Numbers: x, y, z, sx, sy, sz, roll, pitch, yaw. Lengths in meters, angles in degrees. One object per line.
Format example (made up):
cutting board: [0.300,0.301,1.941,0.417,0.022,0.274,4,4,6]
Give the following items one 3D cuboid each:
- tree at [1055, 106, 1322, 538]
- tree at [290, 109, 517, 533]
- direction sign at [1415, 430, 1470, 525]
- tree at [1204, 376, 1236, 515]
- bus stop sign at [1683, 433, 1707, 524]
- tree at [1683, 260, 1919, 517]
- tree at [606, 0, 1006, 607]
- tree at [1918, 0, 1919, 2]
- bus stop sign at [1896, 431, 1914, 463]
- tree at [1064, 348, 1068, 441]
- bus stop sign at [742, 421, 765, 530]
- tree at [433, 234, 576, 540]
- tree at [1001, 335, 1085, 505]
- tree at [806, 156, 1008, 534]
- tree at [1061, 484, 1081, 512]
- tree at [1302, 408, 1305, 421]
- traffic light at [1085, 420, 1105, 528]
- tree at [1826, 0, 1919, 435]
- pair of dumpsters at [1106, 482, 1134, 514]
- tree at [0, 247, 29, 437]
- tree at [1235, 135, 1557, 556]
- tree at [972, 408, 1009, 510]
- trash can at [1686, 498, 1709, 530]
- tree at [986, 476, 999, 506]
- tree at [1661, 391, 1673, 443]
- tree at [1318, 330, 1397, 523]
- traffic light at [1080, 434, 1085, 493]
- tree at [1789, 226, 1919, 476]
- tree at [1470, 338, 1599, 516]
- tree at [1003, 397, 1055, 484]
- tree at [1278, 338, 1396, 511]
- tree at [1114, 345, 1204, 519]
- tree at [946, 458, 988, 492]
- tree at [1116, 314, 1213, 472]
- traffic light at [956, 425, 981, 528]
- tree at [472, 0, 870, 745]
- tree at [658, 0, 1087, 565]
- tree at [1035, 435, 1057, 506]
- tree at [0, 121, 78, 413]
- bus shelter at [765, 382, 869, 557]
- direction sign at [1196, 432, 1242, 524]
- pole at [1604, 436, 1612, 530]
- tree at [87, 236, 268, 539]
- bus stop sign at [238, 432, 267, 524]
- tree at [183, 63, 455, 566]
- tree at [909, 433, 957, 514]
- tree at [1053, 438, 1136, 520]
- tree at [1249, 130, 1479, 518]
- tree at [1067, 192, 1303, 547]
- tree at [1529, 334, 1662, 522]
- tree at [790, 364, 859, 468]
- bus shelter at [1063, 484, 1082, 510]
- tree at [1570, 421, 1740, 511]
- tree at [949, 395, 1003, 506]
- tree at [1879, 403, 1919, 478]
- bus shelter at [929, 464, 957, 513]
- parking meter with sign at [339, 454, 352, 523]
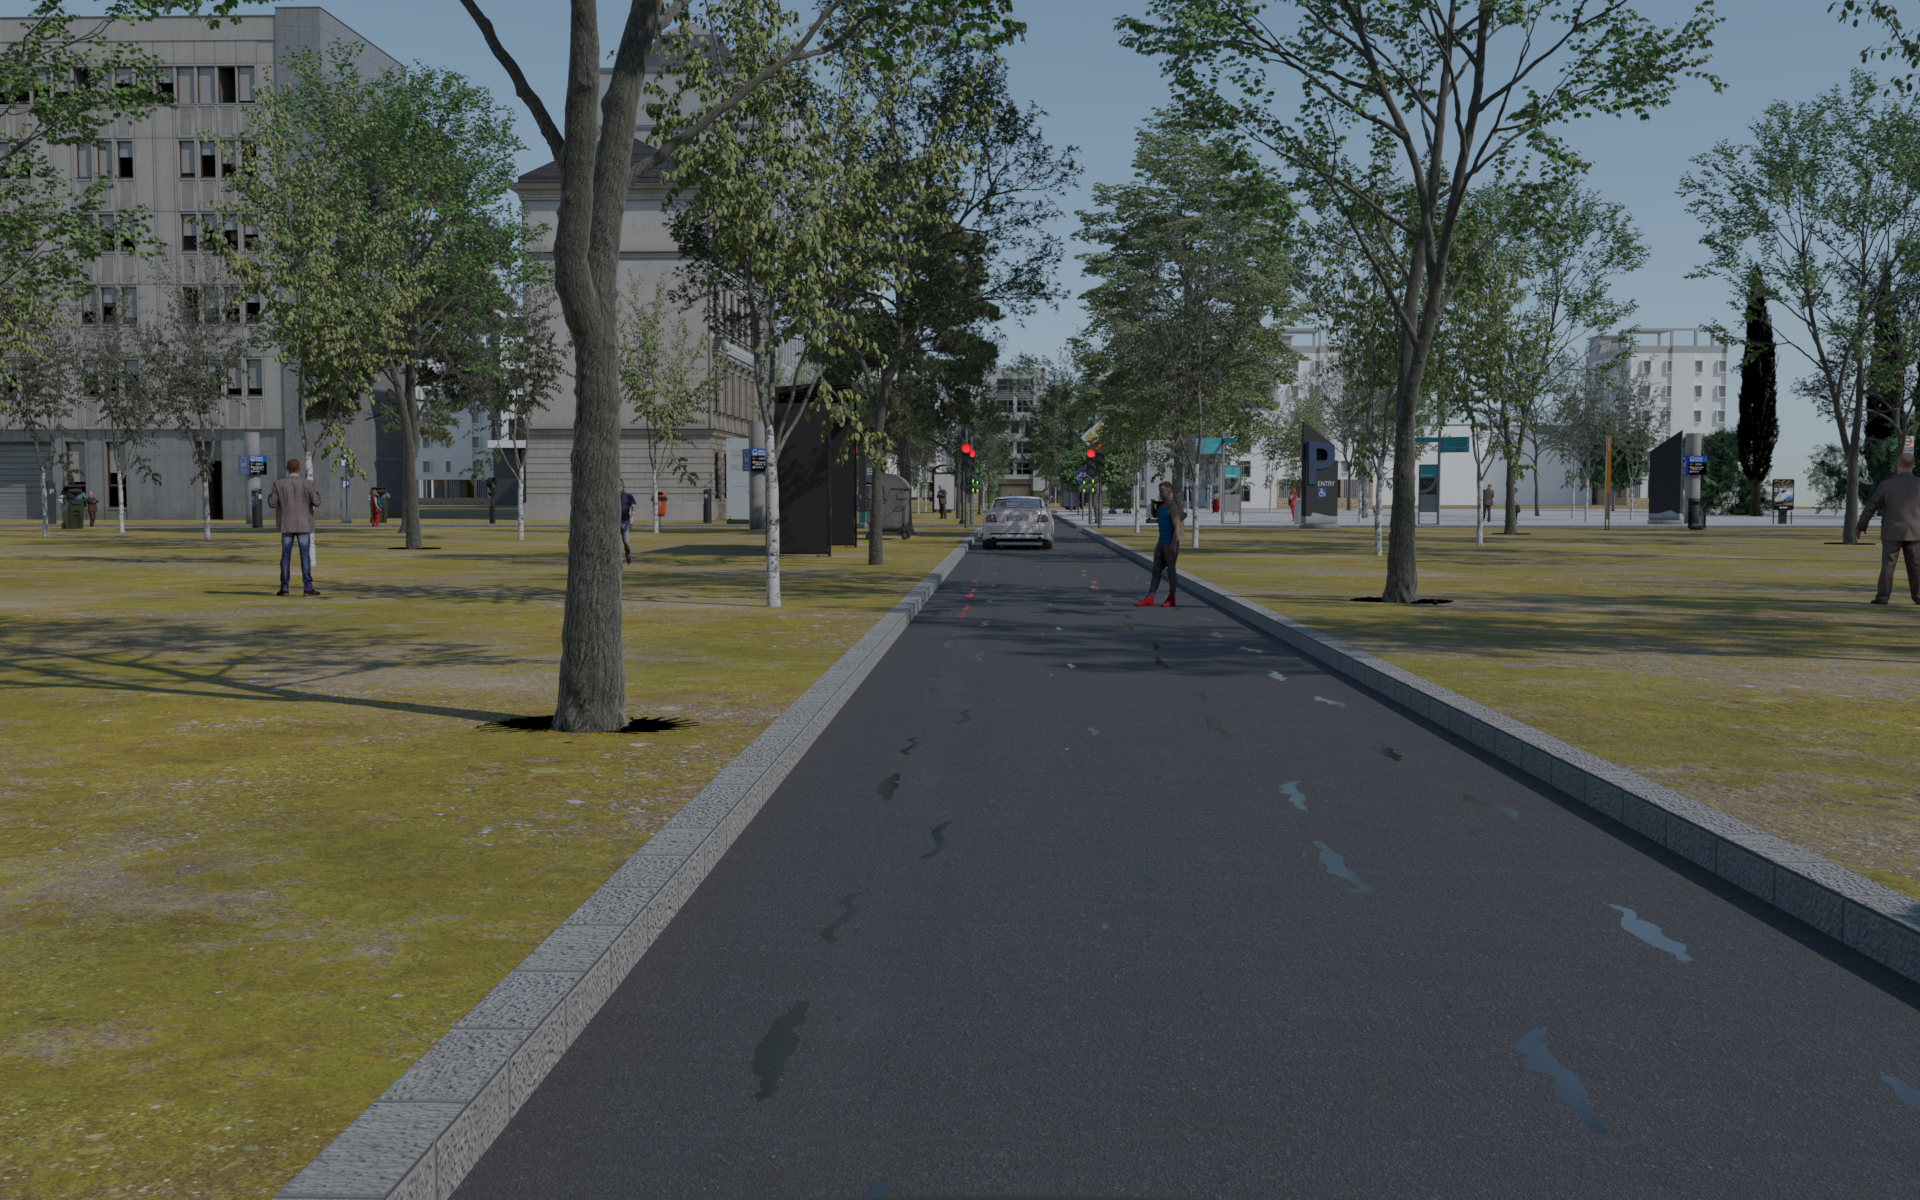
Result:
tree: [6.817,-8.109,50.713,7.486,12.596,7.792,0,3,0]
tree: [-17.812,-9.118,56.509,7.806,13.903,7.818,0,3,0]
direction sign: [20.316,-5.141,72.813,2.525,3.948,1.411,2,4,34]
tree: [16.270,-9.450,104.864,4.737,8.622,4.395,0,3,0]
bus stop sign: [31.692,-5.255,74.933,0.837,3.901,0.837,0,4,-6]
tree: [50.693,-12.063,99.057,18.604,14.587,13.155,1,4,23]
tree: [-1.934,-4.218,19.333,4.737,8.622,4.395,0,3,0]
tree: [20.152,-10.664,30.251,12.611,20.169,13.585,0,3,0]
bus stop sign: [39.428,-5.121,72.427,0.855,3.939,0.416,0,4,-5]
tree: [5.660,-6.552,57.488,4.360,8.622,3.978,0,3,0]
bus stop sign: [-7.348,-4.516,62.846,0.837,3.901,0.837,-2,4,-29]
tree: [-12.417,-5.997,48.418,4.360,8.622,3.978,0,3,0]
tree: [11.615,-21.363,205.177,12.611,20.169,13.585,0,3,0]
tree: [-1.785,-8.125,54.905,6.751,12.117,7.091,0,3,0]
tree: [8.199,-7.794,122.030,1.663,3.219,1.824,0,3,0]
tree: [20.938,-10.099,115.485,4.360,8.622,3.978,0,3,0]
traffic light: [5.213,-4.619,64.768,0.839,4.213,0.868,0,4,2]
tree: [8.626,-3.788,12.304,4.360,8.622,3.978,0,3,0]
pair of dumpsters: [10.375,-6.718,112.334,1.574,2.255,4.436,0,4,2]
tree: [-27.068,-6.139,50.735,4.360,8.622,3.978,0,3,0]
tree: [8.952,-5.242,36.068,4.737,8.622,4.395,0,3,0]
tree: [2.086,-12.137,148.805,4.360,8.622,3.978,0,3,0]
trash can: [26.375,-3.078,61.976,0.748,1.137,0.748,0,3,0]
tree: [3.137,-11.412,181.190,1.663,3.219,1.824,0,3,0]
tree: [33.313,-8.280,85.735,4.360,8.622,3.978,0,3,0]
tree: [17.932,-7.760,77.234,4.360,8.622,3.978,0,3,0]
traffic light: [5.456,-5.107,72.750,0.839,4.213,0.868,0,4,2]
tree: [31.337,-7.501,57.050,7.601,10.594,8.767,0,4,3]
tree: [33.070,-10.126,99.973,7.601,10.594,8.767,1,4,12]
tree: [9.928,-15.491,171.411,7.486,12.596,7.792,0,3,0]
tree: [30.376,-13.717,134.643,12.009,13.543,11.850,0,3,0]
tree: [8.795,-7.978,80.810,4.737,8.622,4.395,0,3,0]
tree: [0.502,-9.021,131.199,4.285,4.588,4.351,0,3,0]
tree: [14.142,-13.158,122.564,7.806,13.903,7.818,0,3,0]
traffic light: [0.254,-4.627,64.903,0.839,4.213,0.868,0,4,2]
tree: [-1.905,-5.092,9.016,9.928,11.665,9.643,0,3,0]
tree: [-1.645,-5.892,30.751,8.767,10.594,7.601,1,4,16]
tree: [10.003,-14.371,185.320,4.360,8.622,3.978,0,3,0]
tree: [-18.694,-4.999,32.095,4.737,8.622,4.395,0,3,0]
bus shelter: [-3.065,-2.892,38.572,1.731,3.624,6.357,0,4,2]
direction sign: [11.396,-5.183,73.511,2.525,3.948,1.411,-1,4,-16]
pole: [22.853,-4.113,61.085,0.158,3.312,0.155,0,3,0]
tree: [-21.467,-6.006,48.568,4.360,8.622,3.978,0,3,0]
bus stop sign: [-30.200,-5.195,73.947,0.837,3.901,0.837,2,4,34]
tree: [-11.348,-4.913,30.695,4.737,8.622,4.395,0,3,0]
tree: [-2.484,-10.689,125.125,4.360,8.622,3.978,0,3,0]
tree: [7.201,-6.321,87.058,4.285,4.588,4.351,0,3,0]
tree: [20.044,-14.428,91.794,12.611,20.169,13.585,0,3,0]
tree: [5.464,-5.588,41.722,4.360,8.622,3.978,0,3,0]
tree: [29.531,-7.977,80.792,4.360,8.622,3.978,0,3,0]
tree: [-8.033,-8.815,94.481,4.360,8.622,3.978,0,3,0]
bus shelter: [9.170,-8.963,140.464,2.014,3.302,5.546,0,4,2]
tree: [51.457,-10.088,127.840,11.467,7.101,20.602,-2,4,-26]
tree: [2.054,-16.786,192.580,7.486,12.596,7.792,0,3,0]
tree: [56.081,-7.344,82.974,20.602,7.101,11.467,1,4,13]
bus shelter: [-1.044,-7.694,119.722,2.014,3.302,5.546,0,4,2]
parking meter with sign: [-26.989,-4.888,76.172,0.543,3.016,1.738,-1,4,-20]
